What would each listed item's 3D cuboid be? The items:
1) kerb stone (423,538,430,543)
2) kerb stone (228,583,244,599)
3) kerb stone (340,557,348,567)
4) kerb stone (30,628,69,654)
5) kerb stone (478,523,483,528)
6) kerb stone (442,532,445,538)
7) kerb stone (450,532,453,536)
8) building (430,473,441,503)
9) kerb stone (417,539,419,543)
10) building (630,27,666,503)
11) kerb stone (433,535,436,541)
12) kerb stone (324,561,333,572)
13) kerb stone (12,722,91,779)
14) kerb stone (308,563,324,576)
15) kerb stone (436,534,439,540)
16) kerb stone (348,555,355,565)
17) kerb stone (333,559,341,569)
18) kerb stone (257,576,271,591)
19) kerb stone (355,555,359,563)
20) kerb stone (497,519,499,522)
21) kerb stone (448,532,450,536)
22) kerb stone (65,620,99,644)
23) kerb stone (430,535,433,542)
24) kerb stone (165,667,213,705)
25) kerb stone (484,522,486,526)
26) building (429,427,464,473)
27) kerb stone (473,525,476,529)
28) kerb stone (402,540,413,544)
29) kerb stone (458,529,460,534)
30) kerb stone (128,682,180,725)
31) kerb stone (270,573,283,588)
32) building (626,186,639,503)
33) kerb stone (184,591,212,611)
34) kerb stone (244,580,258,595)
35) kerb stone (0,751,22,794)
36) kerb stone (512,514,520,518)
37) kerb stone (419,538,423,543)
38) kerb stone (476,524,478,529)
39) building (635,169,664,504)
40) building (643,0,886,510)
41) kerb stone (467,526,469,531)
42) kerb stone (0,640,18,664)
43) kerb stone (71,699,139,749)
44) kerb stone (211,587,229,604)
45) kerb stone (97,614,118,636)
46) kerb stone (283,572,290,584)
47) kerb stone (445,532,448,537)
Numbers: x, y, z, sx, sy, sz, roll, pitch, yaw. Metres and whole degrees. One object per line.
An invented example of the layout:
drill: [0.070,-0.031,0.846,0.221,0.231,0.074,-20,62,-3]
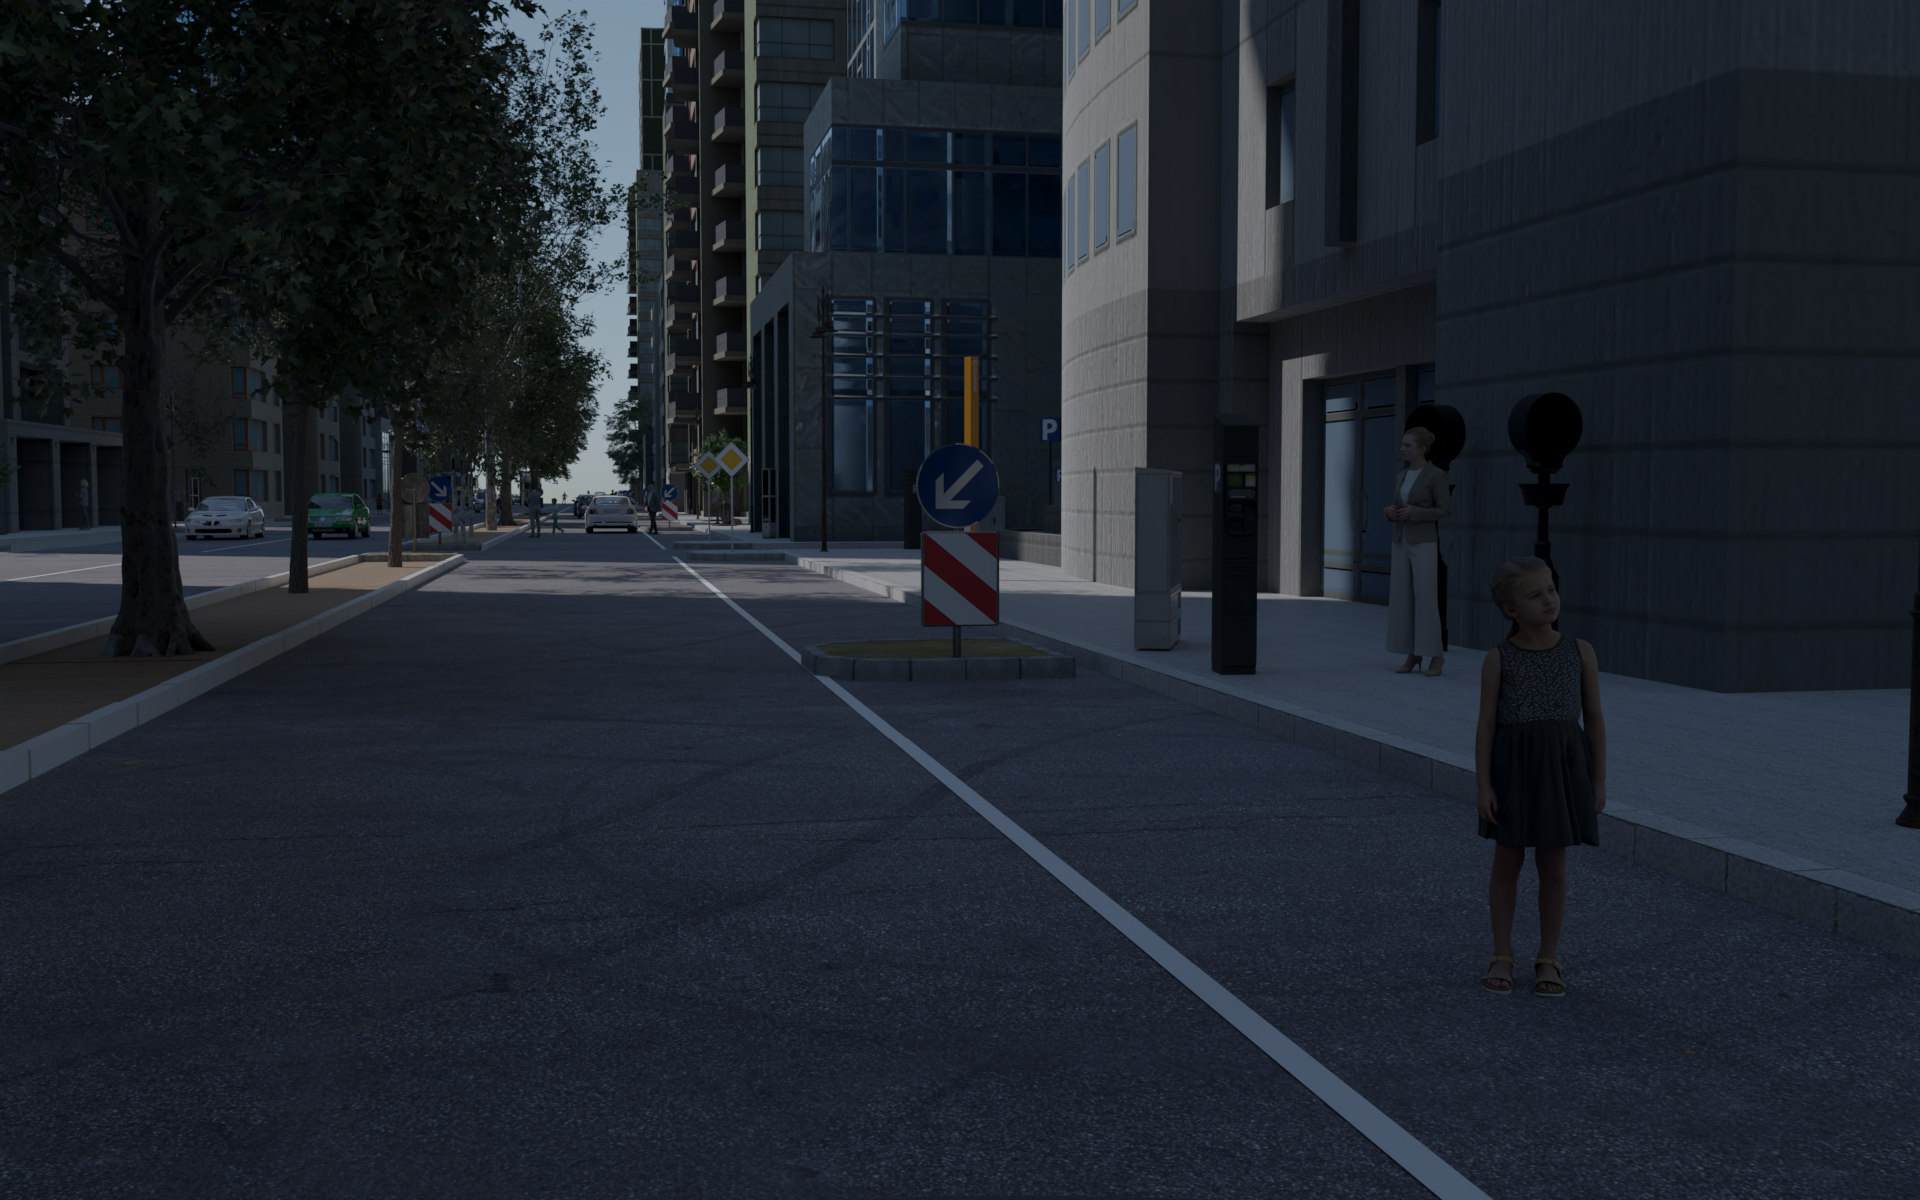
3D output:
kerb stone: [-15.616,-1.726,50.440,0.120,0.150,1.000,-1,4,-12]
kerb stone: [-10.047,-0.098,23.802,0.120,0.150,1.000,-1,4,-12]
kerb stone: [-12.138,-0.713,33.850,0.120,0.150,1.000,-1,4,-12]
kerb stone: [-8.359,0.394,15.780,0.120,0.150,1.000,-1,4,-12]
kerb stone: [-20.452,-3.138,73.501,0.120,0.150,1.000,-1,4,-12]
kerb stone: [-16.672,-2.029,55.440,0.120,0.150,1.000,-1,4,-12]
kerb stone: [-17.303,-2.218,58.465,0.120,0.150,1.000,-1,4,-12]
building: [-71.985,-46.844,204.156,20.563,71.187,20.611,-1,4,-12]
kerb stone: [-14.992,-1.540,47.438,0.120,0.150,1.000,-1,4,-12]
building: [-40.828,-50.687,266.991,20.563,71.187,20.611,-1,4,-12]
kerb stone: [-16.040,-1.845,52.440,0.120,0.150,1.000,-1,4,-12]
kerb stone: [-11.718,-0.590,31.835,0.120,0.150,1.000,-1,4,-12]
kerb stone: [-4.829,0.799,9.181,0.120,0.150,1.000,-1,4,-12]
kerb stone: [-11.512,-0.527,30.834,0.120,0.150,1.000,-1,4,-12]
kerb stone: [-16.246,-1.908,53.441,0.120,0.150,1.000,-1,4,-12]
kerb stone: [-12.352,-0.774,34.850,0.120,0.150,1.000,-1,4,-12]
kerb stone: [-11.929,-0.651,32.840,0.120,0.150,1.000,-1,4,-12]
kerb stone: [-10.460,-0.219,25.812,0.120,0.150,1.000,-1,4,-12]
kerb stone: [-12.560,-0.835,35.855,0.120,0.150,1.000,-1,4,-12]
kerb stone: [-24.235,-4.242,91.556,0.120,0.150,1.000,-1,4,-12]
kerb stone: [-17.098,-2.152,57.461,0.120,0.150,1.000,-1,4,-12]
kerb stone: [-8.570,0.331,16.780,0.120,0.150,1.000,-1,4,-12]
kerb stone: [-15.825,-1.786,51.440,0.120,0.150,1.000,-1,4,-12]
kerb stone: [-5.452,0.611,12.198,0.120,0.150,1.000,-1,4,-12]
kerb stone: [-20.876,-3.260,75.501,0.120,0.150,1.000,-1,4,-12]
building: [-76.745,-36.800,225.375,21.300,48.544,21.600,-1,4,-12]
kerb stone: [-19.608,-2.890,69.491,0.120,0.150,1.000,-1,4,-12]
kerb stone: [-14.784,-1.478,46.438,0.120,0.150,1.000,-1,4,-12]
kerb stone: [-17.930,-2.402,61.472,0.120,0.150,1.000,-1,4,-12]
kerb stone: [-5.242,0.679,11.197,0.120,0.150,1.000,-1,4,-12]
kerb stone: [-10.670,-0.283,26.817,0.120,0.150,1.000,-1,4,-12]
building: [-35.496,-36.028,243.683,22.147,44.769,28.867,-1,4,-12]
kerb stone: [-9.618,0.024,21.803,0.120,0.150,1.000,-1,4,-12]
kerb stone: [-10.254,-0.160,24.811,0.120,0.150,1.000,-1,4,-12]
kerb stone: [-4.623,0.858,8.175,0.120,0.150,1.000,-1,4,-12]
kerb stone: [-27.606,-5.222,107.631,0.120,0.150,1.000,-1,4,-12]
kerb stone: [-15.206,-1.604,48.437,0.120,0.150,1.000,-1,4,-12]
kerb stone: [-19.830,-2.954,70.494,0.120,0.150,1.000,-1,4,-12]
building: [-34.253,-32.925,221.911,14.154,41.232,14.086,-1,4,-12]
building: [-21.632,-53.050,180.039,22.319,86.520,31.000,-1,4,-12]
kerb stone: [-18.771,-2.647,65.476,0.120,0.150,1.000,-1,4,-12]
kerb stone: [-8.142,0.453,14.781,0.120,0.150,1.000,-1,4,-12]
kerb stone: [-5.042,0.734,10.194,0.120,0.150,1.000,-1,4,-12]
kerb stone: [-9.831,-0.037,22.803,0.120,0.150,1.000,-1,4,-12]
kerb stone: [-8.778,0.271,17.785,0.120,0.150,1.000,-1,4,-12]
kerb stone: [-10.878,-0.344,27.818,0.120,0.150,1.000,-1,4,-12]
kerb stone: [-16.881,-2.095,56.448,0.120,0.150,1.000,-1,4,-12]
